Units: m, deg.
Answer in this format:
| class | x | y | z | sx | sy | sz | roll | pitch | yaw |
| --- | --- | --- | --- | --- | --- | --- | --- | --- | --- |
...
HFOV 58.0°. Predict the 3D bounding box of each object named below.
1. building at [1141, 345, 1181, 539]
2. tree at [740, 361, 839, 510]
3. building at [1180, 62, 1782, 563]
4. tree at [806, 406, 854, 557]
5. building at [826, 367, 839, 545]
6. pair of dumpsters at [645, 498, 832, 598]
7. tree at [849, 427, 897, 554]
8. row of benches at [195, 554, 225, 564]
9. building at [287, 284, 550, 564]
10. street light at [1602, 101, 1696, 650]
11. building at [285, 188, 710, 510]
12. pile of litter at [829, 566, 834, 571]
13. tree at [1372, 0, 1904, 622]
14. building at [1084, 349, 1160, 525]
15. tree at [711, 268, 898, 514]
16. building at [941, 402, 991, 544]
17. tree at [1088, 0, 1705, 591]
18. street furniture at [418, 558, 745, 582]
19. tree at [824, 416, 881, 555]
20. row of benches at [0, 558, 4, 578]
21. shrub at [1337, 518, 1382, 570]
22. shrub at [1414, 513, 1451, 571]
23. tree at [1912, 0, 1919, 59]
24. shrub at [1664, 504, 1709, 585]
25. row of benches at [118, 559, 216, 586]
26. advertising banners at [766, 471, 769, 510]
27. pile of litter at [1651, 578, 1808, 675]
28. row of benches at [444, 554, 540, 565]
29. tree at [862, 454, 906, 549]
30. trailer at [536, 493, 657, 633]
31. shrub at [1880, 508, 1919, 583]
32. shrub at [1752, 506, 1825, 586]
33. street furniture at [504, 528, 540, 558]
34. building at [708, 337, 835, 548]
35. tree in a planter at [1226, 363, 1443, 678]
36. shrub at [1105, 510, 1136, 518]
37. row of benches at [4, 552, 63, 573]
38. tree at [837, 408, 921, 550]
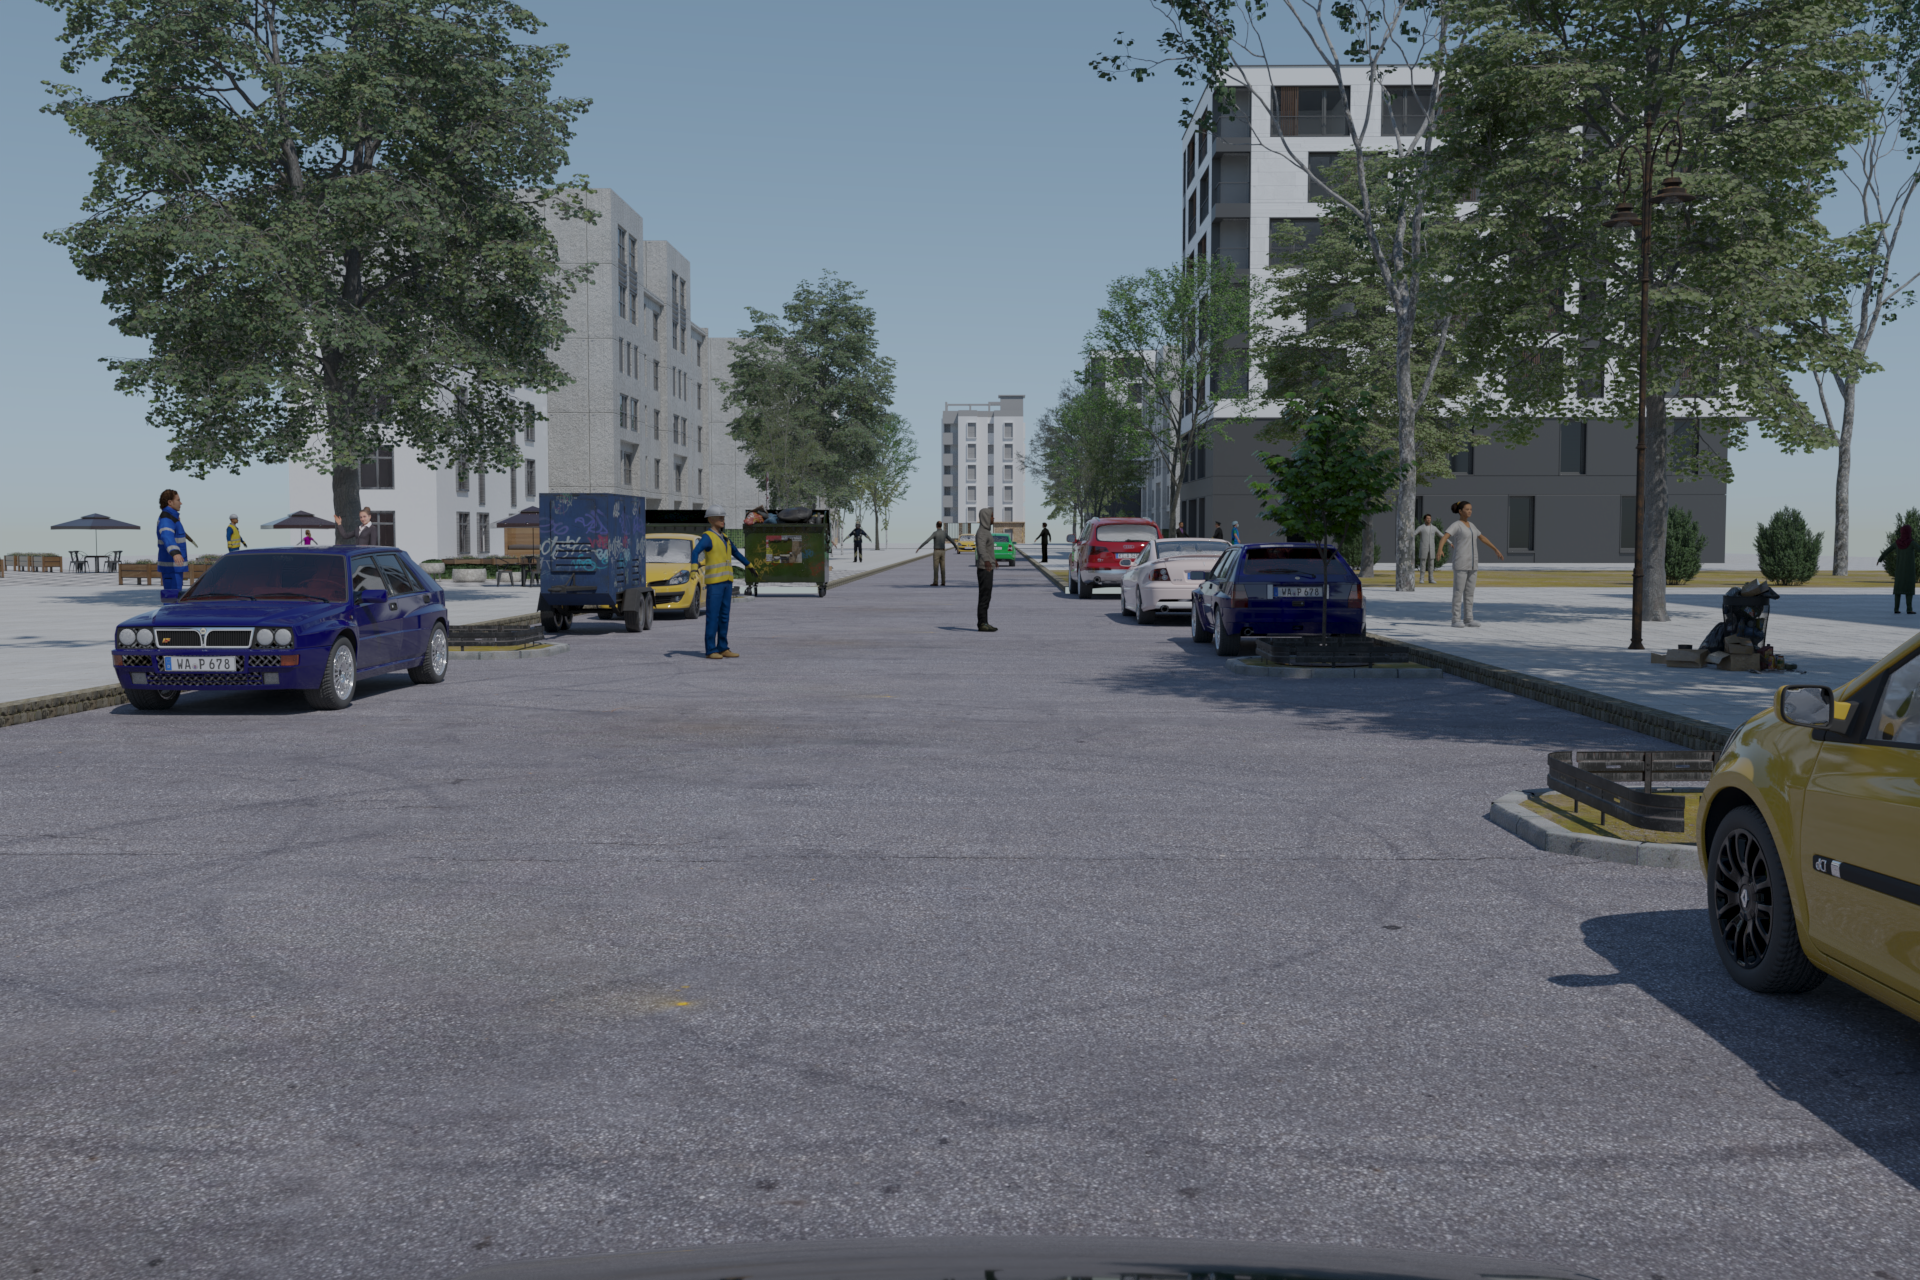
| class | x | y | z | sx | sy | sz | roll | pitch | yaw |
| --- | --- | --- | --- | --- | --- | --- | --- | --- | --- |
| building | 27.569 | -18.608 | 170.705 | 16.747 | 18.905 | 31.486 | 0 | 4 | 1 |
| tree | -7.482 | -7.513 | 73.198 | 4.360 | 8.622 | 3.978 | 0 | 3 | 0 |
| building | 25.431 | -15.161 | 91.862 | 27.936 | 21.610 | 32.646 | 0 | 4 | 1 |
| tree | -6.951 | -8.929 | 96.355 | 4.360 | 8.622 | 3.978 | 0 | 3 | 0 |
| building | -19.795 | -20.721 | 195.213 | 16.016 | 20.090 | 11.380 | 0 | 4 | 1 |
| pair of dumpsters | -5.154 | -2.106 | 39.387 | 4.436 | 2.255 | 1.574 | 0 | 4 | 1 |
| tree | -6.808 | -9.966 | 113.312 | 4.360 | 8.622 | 3.978 | 0 | 3 | 0 |
| row of benches | -22.437 | -2.281 | 52.753 | 1.422 | 0.672 | 4.104 | -3 | 4 | -38 |
| building | -21.651 | -7.971 | 72.481 | 9.099 | 9.664 | 28.070 | 0 | 4 | 2 |
| street light | 7.536 | -2.834 | 19.118 | 0.468 | 5.910 | 1.993 | 0 | 4 | 1 |
| building | -25.994 | -14.572 | 104.707 | 16.747 | 18.905 | 31.486 | 0 | 4 | 1 |
| pile of litter | -5.005 | -2.847 | 60.519 | 1.176 | 0.858 | 1.719 | 0 | 4 | 1 |
| tree | 9.817 | -6.546 | 25.148 | 7.486 | 12.596 | 7.792 | 0 | 3 | 0 |
| building | 28.709 | -22.250 | 207.768 | 27.936 | 21.610 | 32.646 | 0 | 4 | 1 |
| tree | -7.396 | -10.898 | 84.837 | 9.857 | 13.997 | 8.962 | 0 | 3 | 0 |
| building | -2.177 | -23.248 | 238.974 | 11.380 | 20.090 | 16.016 | 0 | 4 | -2 |
| tree | 9.089 | -11.076 | 36.976 | 12.611 | 20.169 | 13.585 | 0 | 3 | 0 |
| street furniture | -11.120 | -1.970 | 47.832 | 10.072 | 0.657 | 5.734 | 0 | 4 | 8 |
| tree | -7.048 | -9.464 | 105.094 | 4.737 | 8.622 | 4.395 | 0 | 3 | 0 |
| row of benches | -29.268 | -2.235 | 51.999 | 1.422 | 0.672 | 4.104 | -2 | 4 | -34 |
| shrub | 14.102 | -3.502 | 61.304 | 1.661 | 2.075 | 1.752 | 0 | 3 | 0 |
| shrub | 16.176 | -3.394 | 59.912 | 1.690 | 2.028 | 1.600 | 0 | 3 | 0 |
| tree | 9.475 | -6.273 | 9.216 | 9.857 | 13.997 | 8.962 | 0 | 3 | 0 |
| shrub | 17.940 | -2.423 | 43.662 | 1.661 | 2.075 | 1.752 | 0 | 3 | 0 |
| row of benches | -19.130 | -1.681 | 42.954 | 4.104 | 0.672 | 1.422 | 2 | 4 | 24 |
| advertising banners | -5.402 | -3.155 | 47.771 | 0.090 | 3.025 | 2.074 | 0 | 4 | 2 |
| pile of litter | 7.366 | -0.164 | 16.642 | 1.176 | 0.858 | 1.719 | 0 | 4 | 1 |
| row of benches | -14.067 | -2.311 | 53.244 | 1.422 | 0.672 | 4.104 | 2 | 4 | 35 |
| tree | -6.379 | -11.901 | 144.938 | 4.737 | 8.622 | 4.395 | 0 | 3 | 0 |
| trailer | -5.347 | -1.085 | 24.781 | 1.471 | 1.999 | 3.904 | 0 | 4 | 1 |
| shrub | 25.046 | -2.511 | 45.466 | 1.690 | 2.028 | 1.600 | 0 | 3 | 0 |
| shrub | 20.594 | -2.364 | 43.070 | 1.690 | 2.028 | 1.600 | 0 | 3 | 0 |
| street furniture | -11.956 | -3.334 | 61.360 | 9.812 | 1.723 | 11.010 | 0 | 4 | -7 |
| building | -22.551 | -18.675 | 171.795 | 16.747 | 18.905 | 31.486 | 0 | 4 | 2 |
| tree in a planter | 3.836 | -1.279 | 18.131 | 1.991 | 3.239 | 1.994 | 0 | 4 | 2 |
| shrub | 5.131 | -3.174 | 55.940 | 1.661 | 2.075 | 1.752 | 0 | 3 | 0 |
| row of benches | -31.548 | -2.661 | 58.966 | 4.104 | 0.672 | 1.422 | 3 | 5 | 45 |
| tree | -6.633 | -12.851 | 135.864 | 9.928 | 11.665 | 9.643 | 0 | 3 | 0 |
